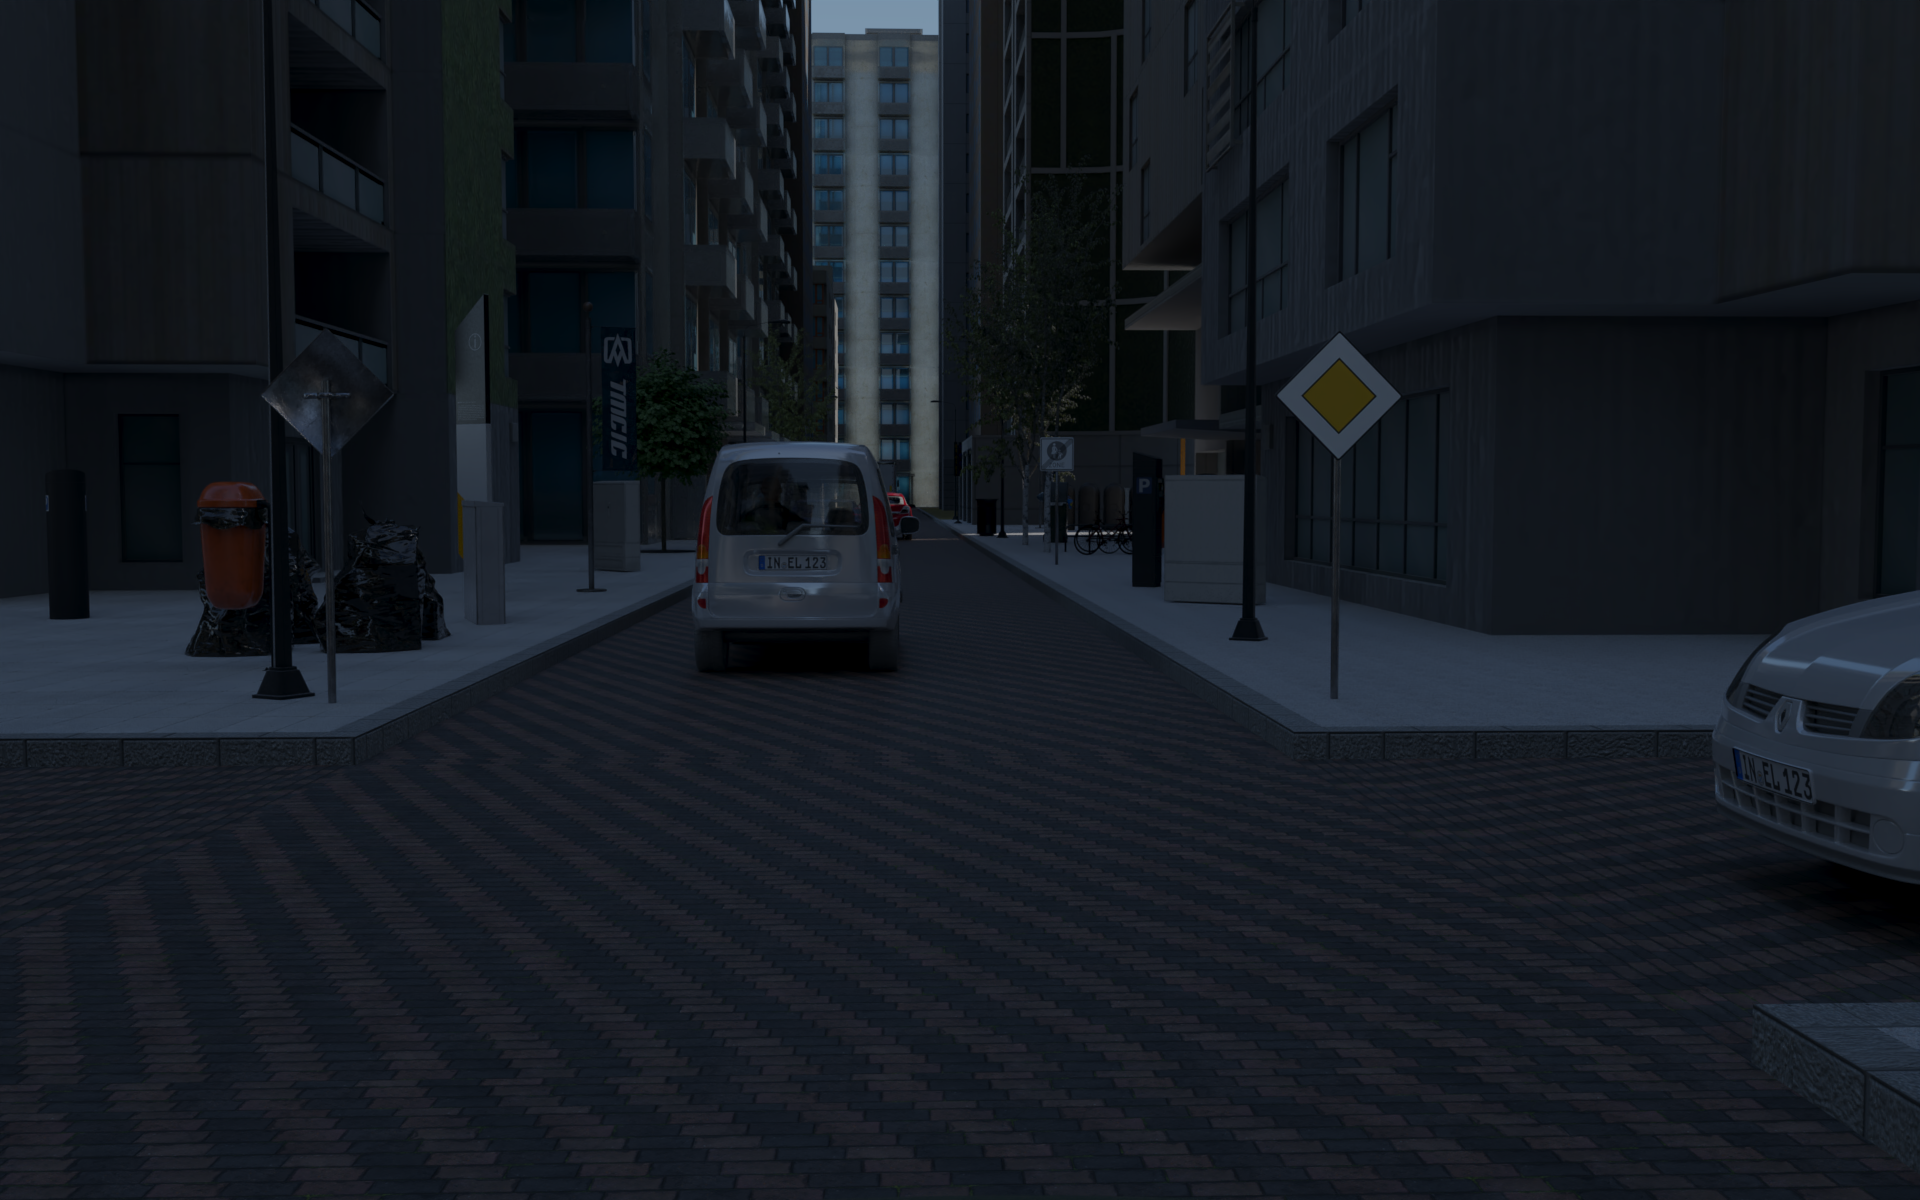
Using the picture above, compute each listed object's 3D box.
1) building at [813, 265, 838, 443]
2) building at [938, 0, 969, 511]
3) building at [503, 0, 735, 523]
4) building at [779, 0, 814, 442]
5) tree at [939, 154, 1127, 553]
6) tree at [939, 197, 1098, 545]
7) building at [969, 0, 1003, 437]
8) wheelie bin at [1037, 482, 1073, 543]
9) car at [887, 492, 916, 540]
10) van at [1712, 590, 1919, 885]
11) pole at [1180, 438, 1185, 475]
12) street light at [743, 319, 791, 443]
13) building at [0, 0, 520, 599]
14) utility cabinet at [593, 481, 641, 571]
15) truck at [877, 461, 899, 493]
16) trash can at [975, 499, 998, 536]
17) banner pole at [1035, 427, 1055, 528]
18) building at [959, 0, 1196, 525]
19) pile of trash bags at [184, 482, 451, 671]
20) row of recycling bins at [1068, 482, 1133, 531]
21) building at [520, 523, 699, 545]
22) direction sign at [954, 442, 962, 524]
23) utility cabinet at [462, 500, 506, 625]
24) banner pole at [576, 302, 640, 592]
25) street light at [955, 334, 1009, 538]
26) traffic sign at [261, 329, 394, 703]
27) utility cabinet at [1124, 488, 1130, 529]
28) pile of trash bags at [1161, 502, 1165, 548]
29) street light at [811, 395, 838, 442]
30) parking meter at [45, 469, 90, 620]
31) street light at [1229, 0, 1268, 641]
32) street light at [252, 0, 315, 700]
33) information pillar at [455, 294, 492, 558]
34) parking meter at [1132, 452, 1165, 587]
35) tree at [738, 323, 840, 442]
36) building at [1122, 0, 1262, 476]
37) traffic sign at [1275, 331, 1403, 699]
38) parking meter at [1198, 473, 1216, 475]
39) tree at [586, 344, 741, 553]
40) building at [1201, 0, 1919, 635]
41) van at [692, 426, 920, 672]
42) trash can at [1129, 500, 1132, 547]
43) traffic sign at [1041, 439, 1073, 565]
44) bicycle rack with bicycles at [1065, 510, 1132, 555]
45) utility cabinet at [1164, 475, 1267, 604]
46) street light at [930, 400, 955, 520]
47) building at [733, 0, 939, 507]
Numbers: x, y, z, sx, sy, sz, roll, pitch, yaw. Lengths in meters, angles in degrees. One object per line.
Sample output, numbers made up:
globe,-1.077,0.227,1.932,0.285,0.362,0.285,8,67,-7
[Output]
building,-25.279,-18.481,147.204,28.899,21.520,27.650,0,4,-2
building,8.663,-36.964,146.356,21.231,58.520,28.212,0,4,-2
building,-21.015,-29.357,99.592,23.786,49.044,30.456,0,4,-2
building,-17.694,-28.896,122.562,14.600,45.320,14.200,0,4,-2
tree,1.834,-5.363,38.047,4.360,8.622,3.978,0,3,0
tree,1.597,-5.700,43.560,4.737,8.622,4.395,0,3,0
building,7.702,-27.302,96.502,14.600,45.320,14.200,0,4,-2
wheelie bin,2.514,-2.317,45.798,0.980,1.594,0.693,1,4,9
car,-2.473,-2.845,55.563,2.155,1.783,4.494,0,4,-4
van,4.812,0.064,5.970,4.112,2.044,2.013,0,4,-2
pole,7.760,-4.070,60.385,0.158,3.312,0.155,0,3,0
street light,-5.196,-4.503,46.167,1.470,5.913,1.316,0,4,-2
building,-15.115,-20.856,24.599,14.154,41.232,14.086,0,4,-2
utility cabinet,-5.772,-1.233,28.845,0.318,1.500,1.173,-3,5,-41
truck,-6.965,-10.131,154.549,2.839,4.237,11.283,0,4,-1
trash can,0.816,-2.520,52.859,0.748,1.137,0.748,0,3,0
banner pole,3.231,-4.573,64.792,0.863,3.779,0.401,0,4,-7
building,10.518,-38.922,74.622,20.563,71.187,20.611,0,4,-2
pile of trash bags,-5.341,-0.260,14.005,1.912,1.369,3.447,0,4,-4
row of recycling bins,5.051,-3.318,61.357,3.534,1.692,1.069,0,4,7
building,-17.881,-26.598,54.490,23.786,49.044,30.456,0,4,-2
direction sign,-0.086,-5.094,75.282,0.379,3.537,0.876,1,4,22
utility cabinet,-4.790,-0.384,17.443,0.306,1.237,1.020,-1,4,-23
banner pole,-4.642,-2.005,22.796,0.863,3.779,0.401,-2,4,-23
street light,0.698,-4.765,50.445,1.470,5.913,1.316,0,4,-2
traffic sign,-3.849,-0.424,10.567,0.795,2.450,0.064,0,4,-2
utility cabinet,6.100,-3.349,63.441,0.318,1.500,1.173,-2,4,-23
pile of trash bags,4.239,-1.080,27.418,3.447,1.369,1.912,-2,4,-35
street light,-6.447,-6.668,81.561,1.470,5.913,1.316,0,4,-2
parking meter,-9.180,-0.575,17.813,0.372,1.533,0.369,0,3,0
street light,1.998,-2.600,15.052,1.470,5.913,1.316,0,4,-2
street light,-3.734,-2.339,10.781,1.470,5.913,1.316,0,4,-2
information pillar,-5.739,-1.782,20.485,0.504,3.616,0.183,2,4,28
parking meter,2.597,-1.112,23.898,0.399,1.863,0.255,2,4,27
tree,-7.520,-7.658,75.572,4.737,8.622,4.395,0,3,0
building,19.224,-27.784,43.502,28.713,52.752,27.495,0,4,-2
traffic sign,2.341,-0.437,10.785,0.795,2.450,0.064,0,4,-2
parking meter,3.039,-0.803,21.543,0.372,1.533,0.369,0,3,0
tree,-6.457,-3.330,38.152,4.285,4.588,4.351,0,3,0
building,10.675,-20.444,17.855,14.086,41.232,14.154,0,4,-2
van,-1.356,-0.510,15.349,2.013,2.044,4.112,0,4,-2
trash can,4.295,-1.749,40.248,0.748,1.137,0.748,0,3,0
traffic sign,1.750,-1.786,31.326,0.606,2.300,0.079,0,4,7
bicycle rack with bicycles,3.579,-1.481,37.590,2.925,0.926,2.852,-1,4,-12
utility cabinet,2.990,-0.709,20.271,1.173,1.500,0.318,2,4,34
street light,-0.766,-6.929,85.831,1.470,5.913,1.316,0,4,-2
building,-6.943,-34.346,181.171,30.456,49.044,23.786,0,4,-2
